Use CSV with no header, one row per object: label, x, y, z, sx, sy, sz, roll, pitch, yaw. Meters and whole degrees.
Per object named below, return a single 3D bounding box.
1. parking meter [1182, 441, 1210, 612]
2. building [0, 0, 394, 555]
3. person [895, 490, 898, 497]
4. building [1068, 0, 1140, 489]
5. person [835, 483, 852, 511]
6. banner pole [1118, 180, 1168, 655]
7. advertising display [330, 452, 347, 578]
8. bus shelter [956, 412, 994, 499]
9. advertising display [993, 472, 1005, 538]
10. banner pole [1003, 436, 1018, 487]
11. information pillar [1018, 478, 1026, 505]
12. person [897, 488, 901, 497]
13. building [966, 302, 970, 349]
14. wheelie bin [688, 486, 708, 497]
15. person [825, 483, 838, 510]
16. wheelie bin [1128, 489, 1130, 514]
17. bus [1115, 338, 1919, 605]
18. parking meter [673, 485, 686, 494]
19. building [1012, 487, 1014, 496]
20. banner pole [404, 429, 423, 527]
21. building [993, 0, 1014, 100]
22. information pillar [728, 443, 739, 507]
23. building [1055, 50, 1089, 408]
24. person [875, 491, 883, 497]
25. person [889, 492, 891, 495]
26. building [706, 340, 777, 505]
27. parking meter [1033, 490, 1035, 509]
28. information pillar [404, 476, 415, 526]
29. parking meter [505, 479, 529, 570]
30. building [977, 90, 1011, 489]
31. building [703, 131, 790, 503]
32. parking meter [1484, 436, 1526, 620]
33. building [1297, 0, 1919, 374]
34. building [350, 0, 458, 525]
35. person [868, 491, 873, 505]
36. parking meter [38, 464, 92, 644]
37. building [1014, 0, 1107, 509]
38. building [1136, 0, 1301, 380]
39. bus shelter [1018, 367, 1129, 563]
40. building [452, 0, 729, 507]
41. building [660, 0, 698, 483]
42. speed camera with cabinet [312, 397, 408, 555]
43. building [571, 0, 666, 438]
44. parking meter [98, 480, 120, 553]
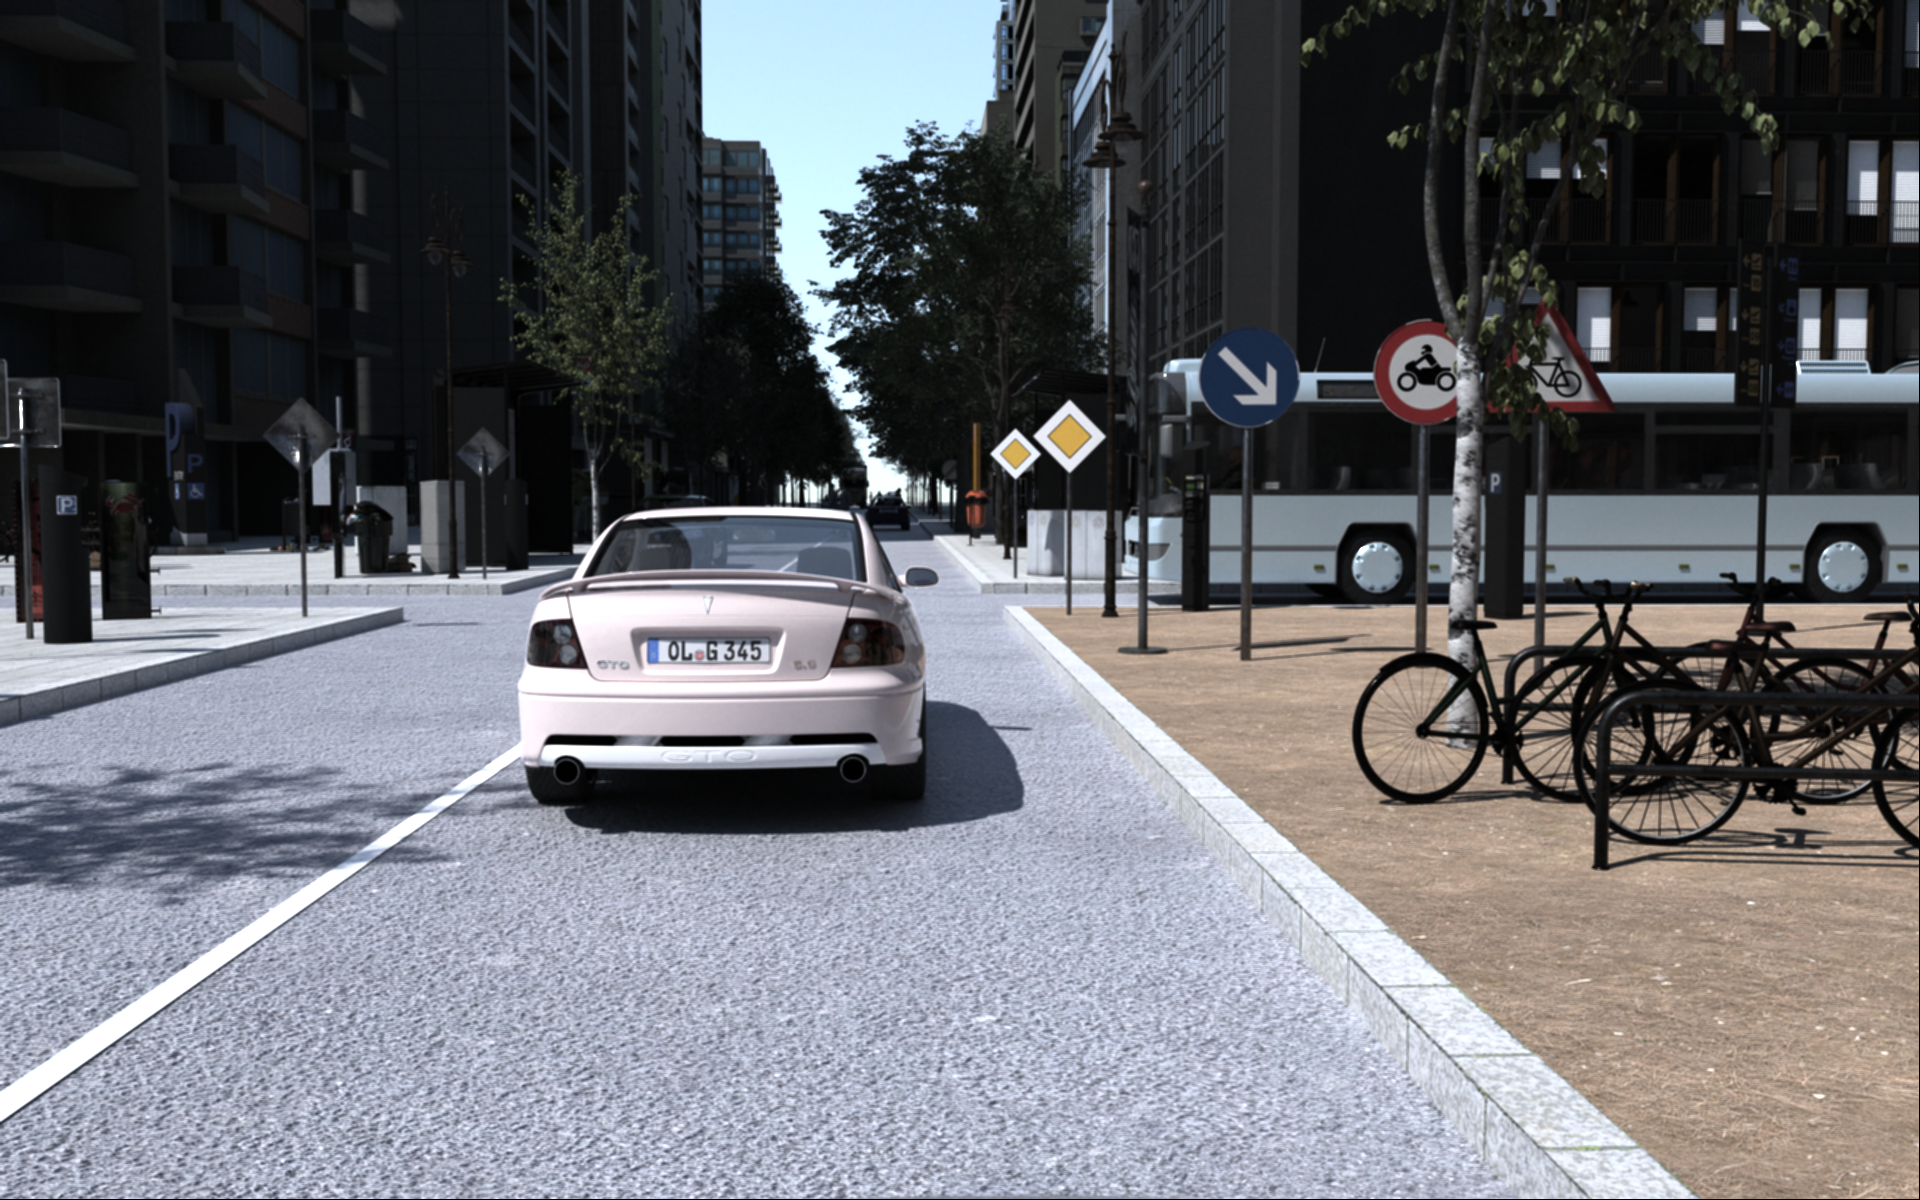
parking meter,2.590,-0.813,19.005,0.255,1.863,0.399,1,4,16
building,-29.185,-24.028,47.482,22.147,44.769,28.867,0,4,-2
person,-4.603,-7.360,129.663,0.721,1.723,1.217,1,4,19
building,12.740,-16.744,91.779,12.078,24.808,19.932,0,4,-2
person,-3.865,-2.978,57.371,0.473,1.802,0.592,-1,4,-20
banner pole,1.406,-1.449,13.704,0.401,3.779,0.863,1,4,19
advertising display,-9.580,-1.315,26.710,0.123,1.923,0.974,-1,4,-13
bus shelter,0.718,-6.413,82.479,2.179,5.291,8.768,0,4,-2
advertising display,1.196,-2.792,50.856,0.123,1.923,0.974,1,4,22
banner pole,2.090,-5.058,72.714,0.863,3.779,0.401,2,4,25
information pillar,2.858,-4.625,80.107,0.304,2.012,0.304,-2,4,-25
person,-3.736,-6.054,107.496,0.705,1.823,1.348,0,4,3
building,7.429,-29.505,254.109,14.160,30.474,14.107,0,4,-2
wheelie bin,-10.513,-3.755,69.304,0.980,1.594,0.693,0,4,-3
person,-4.550,-3.244,61.668,0.853,1.813,0.709,0,4,1
wheelie bin,6.729,-3.914,71.894,0.980,1.594,0.693,-3,4,-37
bus,8.061,-1.728,23.109,13.247,3.499,2.948,0,4,-2
parking meter,-8.112,-2.551,50.113,0.372,1.533,0.369,0,3,0
building,20.518,-28.501,157.878,32.217,40.220,23.993,0,4,-2
banner pole,-20.980,-4.696,66.789,0.863,3.779,0.401,-1,4,-17
building,13.221,-56.112,230.094,22.319,86.520,31.000,0,4,-2
information pillar,-10.231,-5.312,78.199,0.504,3.616,0.183,-3,5,-39
building,13.198,-21.117,116.970,14.160,30.474,14.107,0,4,-2
person,-7.500,-9.287,161.067,1.217,1.736,0.721,0,4,-1
person,-9.722,-13.876,236.191,0.721,1.723,1.217,-1,4,-14
building,-36.513,-22.089,206.200,27.650,21.520,28.899,0,4,-2
parking meter,3.731,-4.617,83.896,0.372,1.533,0.369,0,3,0
information pillar,-22.195,-3.998,69.860,0.304,2.012,0.304,0,4,7
parking meter,-7.503,-1.278,29.307,0.372,1.533,0.369,0,3,0
building,13.208,-35.545,204.854,21.300,48.544,21.600,0,4,-2
building,-35.619,-37.661,235.369,23.786,49.044,30.456,0,4,-2
parking meter,5.602,-0.741,17.820,0.255,1.863,0.399,-1,4,-16
building,17.137,-12.866,40.043,15.834,23.373,12.332,0,4,-2
building,-26.918,-39.218,79.467,20.563,71.187,20.611,0,4,-2
person,-11.966,-13.678,232.149,0.705,1.823,1.348,-2,4,-23
parking meter,-7.717,-0.400,14.943,0.372,1.533,0.369,0,3,0
building,15.566,-31.251,134.660,21.300,48.544,21.600,0,4,-2
building,15.707,-16.902,69.854,14.314,27.812,24.014,0,4,-2
bus shelter,2.261,-2.688,35.230,1.731,3.624,6.357,0,4,-2
building,-31.008,-43.599,151.090,20.563,71.187,20.611,0,4,-2
building,-34.094,-32.921,127.499,28.713,52.752,27.495,0,4,-2
speed camera with cabinet,-12.445,-2.545,35.939,0.660,3.252,2.038,2,4,28
building,-26.311,-25.920,107.387,14.154,41.232,14.086,0,4,-2
parking meter,-14.934,-1.349,30.469,0.372,1.533,0.369,0,3,0
